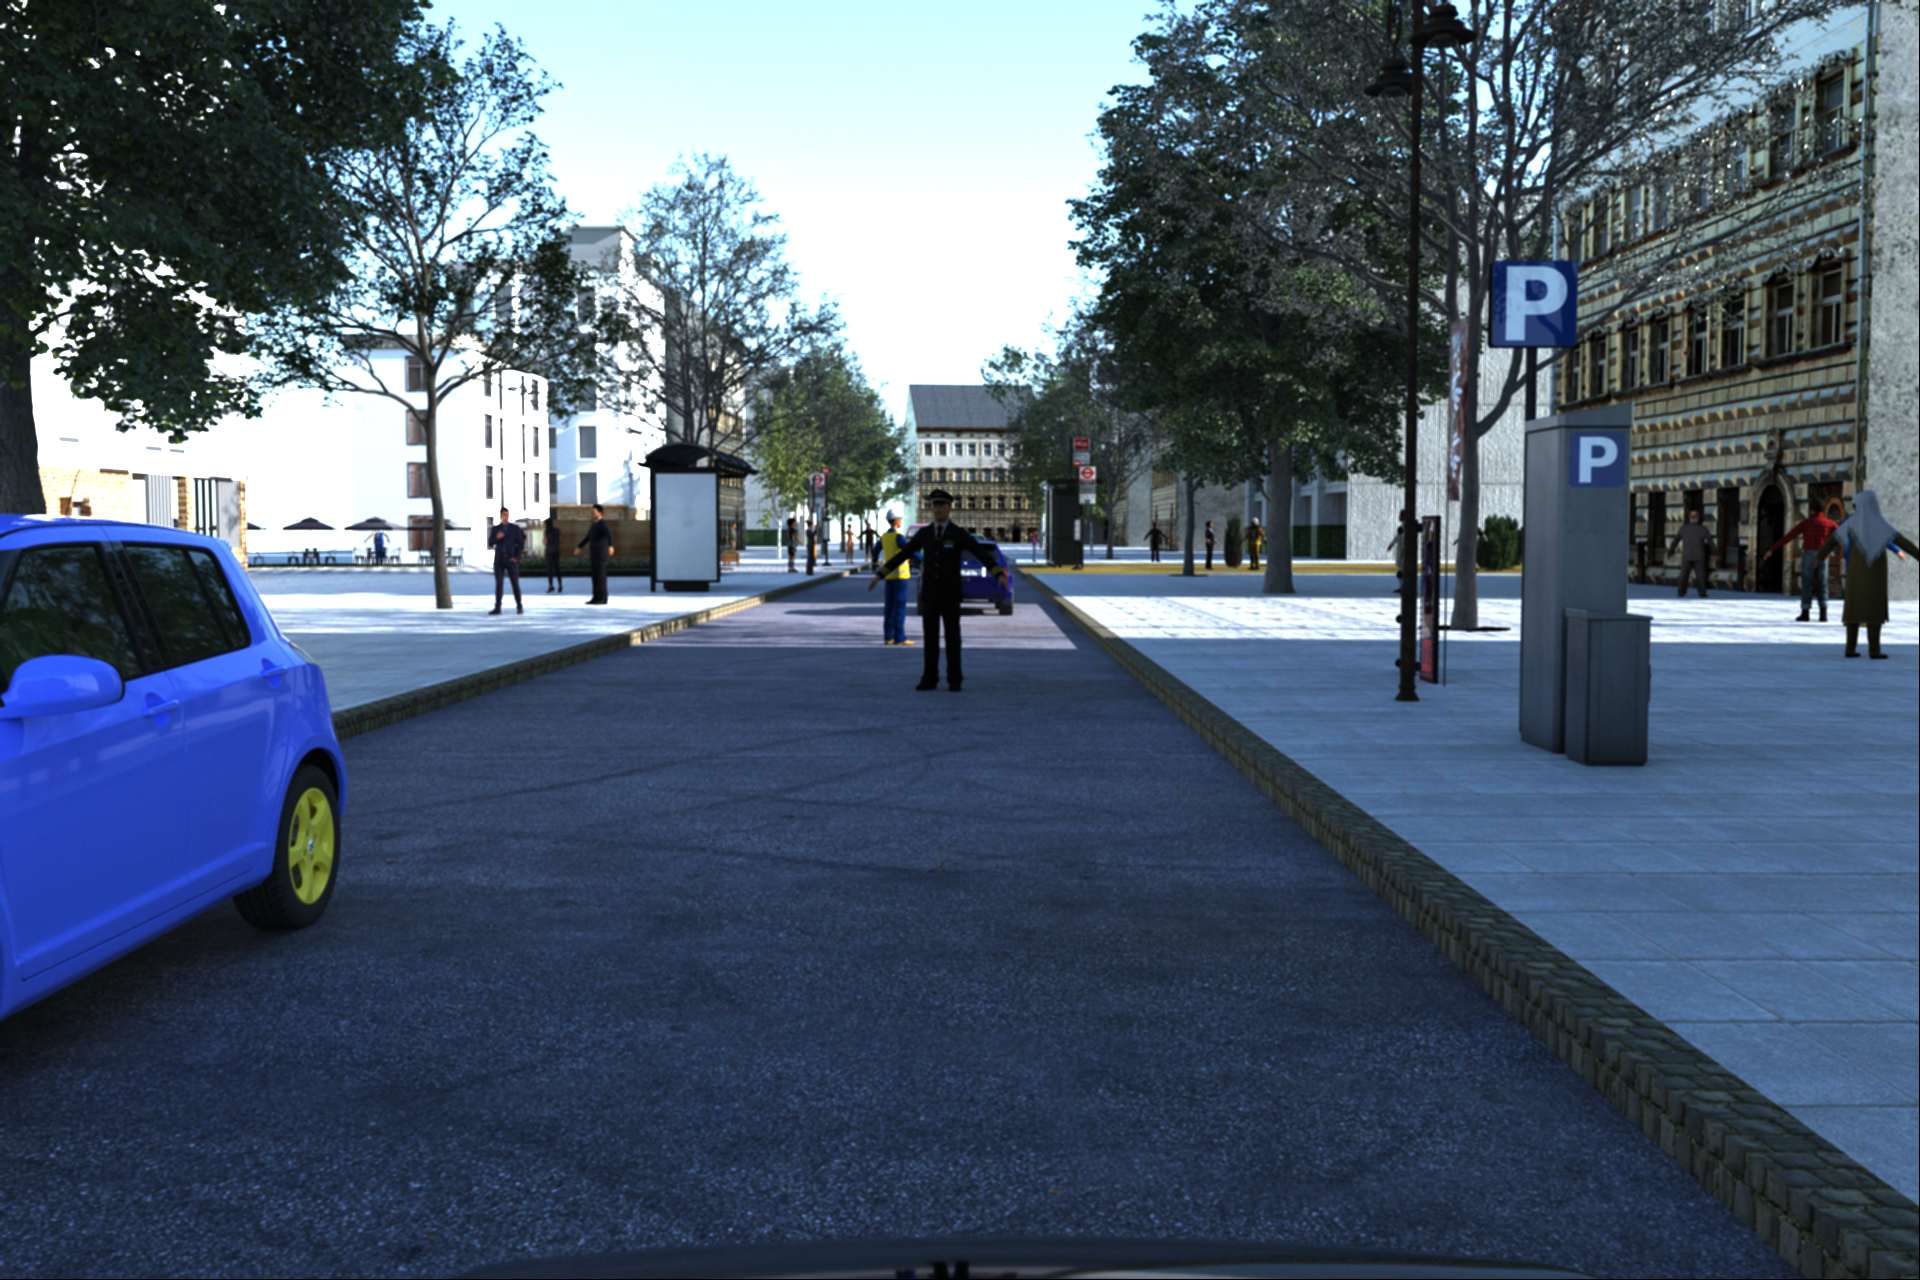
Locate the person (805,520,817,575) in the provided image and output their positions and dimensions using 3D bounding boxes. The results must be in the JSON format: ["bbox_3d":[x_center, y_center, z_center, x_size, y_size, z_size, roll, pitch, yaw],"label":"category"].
[{"bbox_3d":[-4.557,-2.876,53.871,0.445,1.727,0.742,-3,5,-42],"label":"person"}]

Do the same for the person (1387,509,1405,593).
[{"bbox_3d":[9.700,-1.948,37.933,0.704,1.819,1.344,2,4,35],"label":"person"}]

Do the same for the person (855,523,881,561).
[{"bbox_3d":[-4.250,-4.597,81.304,1.346,1.812,0.704,0,4,2],"label":"person"}]

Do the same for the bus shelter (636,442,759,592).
[{"bbox_3d":[-6.082,-2.869,40.827,2.014,3.302,5.546,0,4,1],"label":"bus shelter"}]

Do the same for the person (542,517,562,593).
[{"bbox_3d":[-8.943,-1.862,37.962,0.415,1.643,0.593,0,4,5],"label":"person"}]

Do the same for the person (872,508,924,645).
[{"bbox_3d":[-0.772,-0.827,22.437,0.721,1.772,1.216,-3,5,-40],"label":"person"}]

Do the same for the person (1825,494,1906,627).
[{"bbox_3d":[12.478,-1.109,24.006,0.705,1.842,1.347,-1,4,-18],"label":"person"}]

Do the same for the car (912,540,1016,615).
[{"bbox_3d":[0.081,-1.184,31.939,1.945,1.354,3.894,0,4,0],"label":"car"}]

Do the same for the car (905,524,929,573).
[{"bbox_3d":[-1.116,-3.297,62.585,2.281,1.827,5.304,0,3,0],"label":"car"}]

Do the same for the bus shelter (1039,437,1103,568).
[{"bbox_3d":[4.340,-5.620,69.512,2.179,5.291,8.768,0,3,0],"label":"bus shelter"}]

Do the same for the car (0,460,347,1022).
[{"bbox_3d":[-3.202,0.278,5.041,1.945,1.707,3.694,0,4,1],"label":"car"}]

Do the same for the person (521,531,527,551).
[{"bbox_3d":[-19.731,-4.397,78.075,0.705,1.806,1.347,0,4,6],"label":"person"}]

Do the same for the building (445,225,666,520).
[{"bbox_3d":[-25.507,-15.359,107.545,16.016,20.090,11.380,0,4,0],"label":"building"}]

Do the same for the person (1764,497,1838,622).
[{"bbox_3d":[12.529,-1.179,25.388,1.345,1.816,0.704,1,4,13],"label":"person"}]

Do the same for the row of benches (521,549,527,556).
[{"bbox_3d":[-18.297,-3.614,74.553,1.422,0.672,4.104,2,4,26],"label":"row of benches"}]

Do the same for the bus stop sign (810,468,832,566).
[{"bbox_3d":[-5.599,-4.958,69.761,0.855,3.939,0.416,0,4,0],"label":"bus stop sign"}]

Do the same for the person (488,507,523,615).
[{"bbox_3d":[-7.254,-1.265,27.643,0.541,1.710,0.530,1,4,9],"label":"person"}]

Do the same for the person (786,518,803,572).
[{"bbox_3d":[-5.617,-3.180,58.139,0.704,1.843,1.345,-2,4,-25],"label":"person"}]

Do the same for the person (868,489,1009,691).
[{"bbox_3d":[-0.177,-0.459,15.889,1.347,1.837,0.705,1,4,17],"label":"person"}]

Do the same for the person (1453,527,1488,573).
[{"bbox_3d":[16.917,-3.148,57.241,0.705,1.856,1.354,-3,4,-36],"label":"person"}]

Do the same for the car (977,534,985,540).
[{"bbox_3d":[1.099,-7.035,125.249,2.015,1.641,3.980,0,4,1],"label":"car"}]

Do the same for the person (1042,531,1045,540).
[{"bbox_3d":[4.698,-5.240,91.853,0.705,1.806,1.347,3,5,40],"label":"person"}]

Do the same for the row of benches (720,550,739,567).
[{"bbox_3d":[-9.932,-3.336,70.014,1.422,0.672,4.104,-2,4,-29],"label":"row of benches"}]

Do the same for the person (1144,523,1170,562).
[{"bbox_3d":[9.015,-4.496,79.734,1.346,1.802,0.704,2,4,34],"label":"person"}]

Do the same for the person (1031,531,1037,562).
[{"bbox_3d":[3.474,-4.288,79.372,0.599,1.433,0.991,0,4,4],"label":"person"}]

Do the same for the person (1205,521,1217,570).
[{"bbox_3d":[8.989,-3.374,61.879,0.721,1.740,1.216,1,4,20],"label":"person"}]

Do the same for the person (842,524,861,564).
[{"bbox_3d":[-4.708,-4.167,74.935,0.721,1.733,1.217,3,4,38],"label":"person"}]

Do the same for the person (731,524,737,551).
[{"bbox_3d":[-11.311,-4.917,86.656,0.705,1.796,1.348,0,4,-3],"label":"person"}]

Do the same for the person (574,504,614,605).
[{"bbox_3d":[-6.617,-1.560,31.557,0.704,1.823,1.345,-3,5,-40],"label":"person"}]

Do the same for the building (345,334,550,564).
[{"bbox_3d":[-25.029,-8.843,86.731,9.099,9.664,28.070,0,4,0],"label":"building"}]

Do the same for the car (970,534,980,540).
[{"bbox_3d":[0.604,-6.382,116.144,2.131,1.459,4.920,0,4,1],"label":"car"}]

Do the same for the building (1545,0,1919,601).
[{"bbox_3d":[26.575,-12.881,41.531,19.493,23.208,18.063,0,4,1],"label":"building"}]

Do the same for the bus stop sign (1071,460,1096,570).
[{"bbox_3d":[4.450,-4.507,62.386,0.855,3.939,0.416,0,4,0],"label":"bus stop sign"}]

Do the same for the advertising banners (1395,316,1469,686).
[{"bbox_3d":[4.082,-1.151,15.012,0.090,3.025,2.074,0,4,1],"label":"advertising banners"}]

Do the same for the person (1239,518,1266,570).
[{"bbox_3d":[10.491,-3.425,61.763,0.705,1.858,1.354,-2,4,-33],"label":"person"}]

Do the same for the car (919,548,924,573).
[{"bbox_3d":[-0.377,-2.902,56.241,1.959,1.807,4.718,0,4,1],"label":"car"}]

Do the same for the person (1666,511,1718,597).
[{"bbox_3d":[14.926,-1.755,35.291,0.990,1.755,0.434,3,4,36],"label":"person"}]

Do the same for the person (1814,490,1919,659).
[{"bbox_3d":[9.425,-0.682,17.932,0.721,1.736,1.217,-2,4,-35],"label":"person"}]

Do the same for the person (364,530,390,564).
[{"bbox_3d":[-24.002,-4.013,71.465,0.705,1.847,1.347,2,4,28],"label":"person"}]
